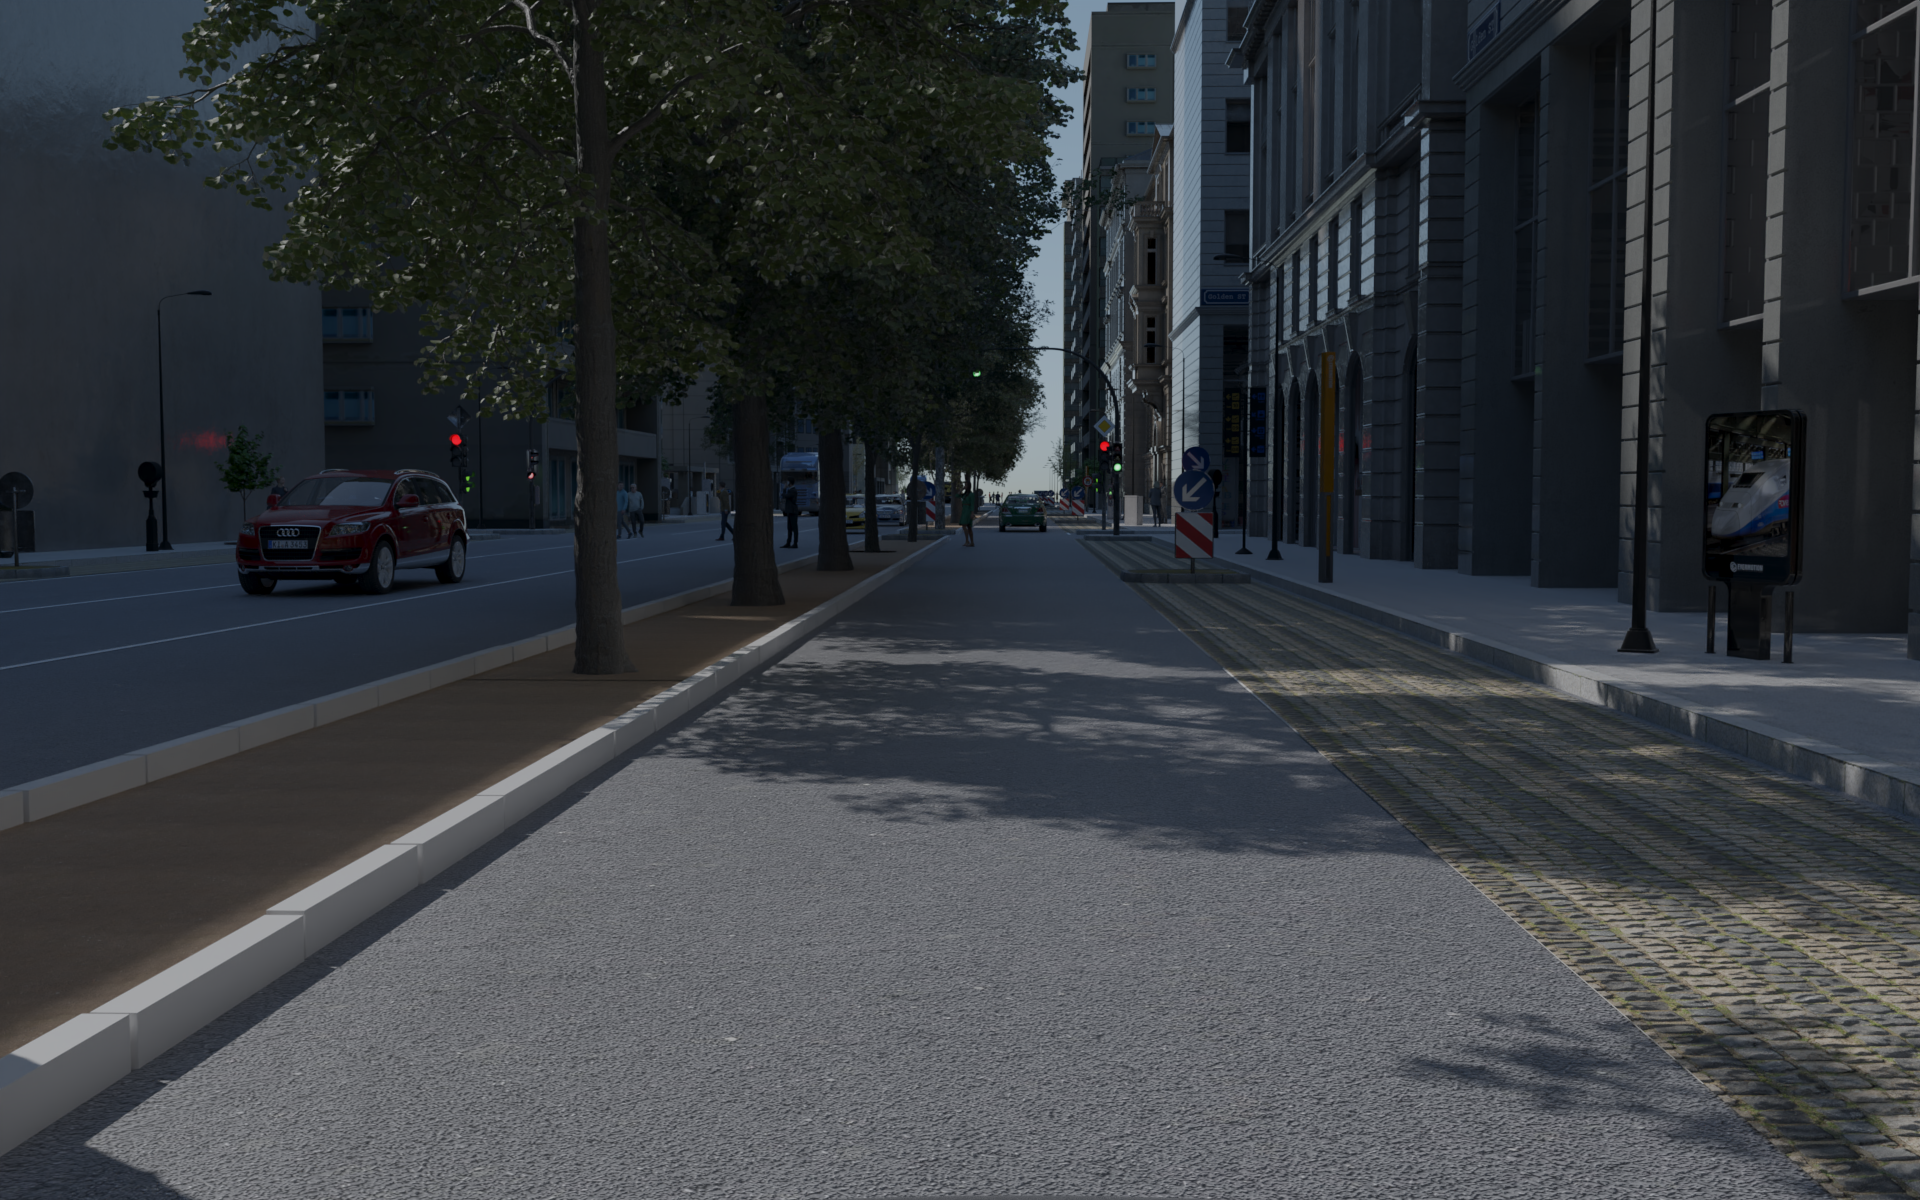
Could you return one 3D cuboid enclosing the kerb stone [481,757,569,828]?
[{"bbox_3d":[-1.984,0.875,7.884,0.120,0.150,1.000,0,4,2],"label":"kerb stone"}]

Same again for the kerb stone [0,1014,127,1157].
[{"bbox_3d":[-2.132,1.130,3.792,0.120,0.150,1.000,0,4,2],"label":"kerb stone"}]

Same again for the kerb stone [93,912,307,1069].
[{"bbox_3d":[-2.089,1.071,4.813,0.120,0.150,1.000,0,4,2],"label":"kerb stone"}]

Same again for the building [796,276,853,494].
[{"bbox_3d":[-23.871,-39.800,192.725,21.231,58.520,28.212,0,4,2],"label":"building"}]

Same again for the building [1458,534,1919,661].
[{"bbox_3d":[12.912,-14.357,12.229,11.434,29.767,29.804,0,4,2],"label":"building"}]

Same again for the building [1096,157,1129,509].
[{"bbox_3d":[18.866,-23.207,151.140,14.160,30.474,14.107,0,4,2],"label":"building"}]

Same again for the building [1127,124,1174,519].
[{"bbox_3d":[16.407,-16.792,93.638,14.460,24.649,34.723,0,4,2],"label":"building"}]

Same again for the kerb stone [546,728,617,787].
[{"bbox_3d":[-1.957,0.817,8.912,0.120,0.150,1.000,0,4,2],"label":"kerb stone"}]

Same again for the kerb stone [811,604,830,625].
[{"bbox_3d":[-1.582,0.184,19.190,0.120,0.150,1.000,0,4,2],"label":"kerb stone"}]

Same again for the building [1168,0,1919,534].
[{"bbox_3d":[23.434,-17.651,66.092,29.804,29.767,11.434,0,4,2],"label":"building"}]

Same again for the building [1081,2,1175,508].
[{"bbox_3d":[22.942,-33.323,168.536,21.300,48.544,21.600,0,4,2],"label":"building"}]

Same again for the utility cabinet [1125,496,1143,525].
[{"bbox_3d":[7.144,-3.671,71.175,0.306,1.237,1.020,-2,4,-24],"label":"utility cabinet"}]

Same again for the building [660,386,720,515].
[{"bbox_3d":[-32.507,-25.604,110.511,32.217,40.220,23.993,0,4,2],"label":"building"}]

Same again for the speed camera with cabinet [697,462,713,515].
[{"bbox_3d":[-15.653,-6.849,106.311,0.660,3.252,2.038,0,4,5],"label":"speed camera with cabinet"}]

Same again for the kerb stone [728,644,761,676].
[{"bbox_3d":[-1.771,0.499,14.055,0.120,0.150,1.000,0,4,2],"label":"kerb stone"}]

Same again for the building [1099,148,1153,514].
[{"bbox_3d":[16.671,-19.957,123.564,12.463,27.353,25.104,0,4,2],"label":"building"}]

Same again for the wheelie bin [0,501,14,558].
[{"bbox_3d":[-19.374,-1.639,34.705,0.693,1.594,0.980,-3,5,-40],"label":"wheelie bin"}]

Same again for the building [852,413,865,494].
[{"bbox_3d":[-22.946,-56.520,236.775,22.319,86.520,31.000,0,4,2],"label":"building"}]

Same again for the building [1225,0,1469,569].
[{"bbox_3d":[14.147,-12.132,40.151,13.314,21.916,24.055,0,4,2],"label":"building"}]

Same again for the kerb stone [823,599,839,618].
[{"bbox_3d":[-1.551,0.121,20.214,0.120,0.150,1.000,0,4,2],"label":"kerb stone"}]

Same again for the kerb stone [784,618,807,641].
[{"bbox_3d":[-1.663,0.310,17.132,0.120,0.150,1.000,0,4,2],"label":"kerb stone"}]

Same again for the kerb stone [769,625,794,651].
[{"bbox_3d":[-1.692,0.373,16.106,0.120,0.150,1.000,0,4,2],"label":"kerb stone"}]

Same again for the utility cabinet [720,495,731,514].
[{"bbox_3d":[-15.343,-6.246,113.291,0.306,1.237,1.020,1,4,20],"label":"utility cabinet"}]

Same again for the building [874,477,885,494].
[{"bbox_3d":[-22.081,-50.449,263.093,20.563,71.187,20.611,0,4,2],"label":"building"}]

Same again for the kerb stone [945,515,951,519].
[{"bbox_3d":[-0.657,-5.056,104.853,0.120,0.150,1.000,0,4,2],"label":"kerb stone"}]

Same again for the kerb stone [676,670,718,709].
[{"bbox_3d":[-1.838,0.625,11.980,0.120,0.150,1.000,0,4,2],"label":"kerb stone"}]

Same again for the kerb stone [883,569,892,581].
[{"bbox_3d":[-1.261,-0.377,28.403,0.120,0.150,1.000,0,4,2],"label":"kerb stone"}]

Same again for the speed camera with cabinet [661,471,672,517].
[{"bbox_3d":[-16.602,-6.302,97.365,0.660,3.252,2.038,0,4,-3],"label":"speed camera with cabinet"}]

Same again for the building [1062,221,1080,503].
[{"bbox_3d":[22.472,-35.291,260.602,14.154,41.232,14.086,0,4,2],"label":"building"}]

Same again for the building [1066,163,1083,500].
[{"bbox_3d":[26.661,-37.797,237.591,23.786,49.044,30.456,0,4,2],"label":"building"}]

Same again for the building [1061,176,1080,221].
[{"bbox_3d":[30.997,-42.292,280.715,28.713,52.752,27.495,0,4,2],"label":"building"}]

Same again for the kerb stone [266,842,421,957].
[{"bbox_3d":[-2.060,1.001,5.837,0.120,0.150,1.000,0,4,2],"label":"kerb stone"}]

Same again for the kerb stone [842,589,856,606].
[{"bbox_3d":[-1.475,0.000,22.258,0.120,0.150,1.000,0,4,2],"label":"kerb stone"}]

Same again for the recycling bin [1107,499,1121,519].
[{"bbox_3d":[7.821,-4.609,87.912,0.722,1.027,0.722,0,4,3],"label":"recycling bin"}]

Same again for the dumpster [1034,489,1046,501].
[{"bbox_3d":[12.164,-15.769,262.780,1.985,2.255,1.502,0,4,1],"label":"dumpster"}]

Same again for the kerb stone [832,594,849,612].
[{"bbox_3d":[-1.508,0.059,21.236,0.120,0.150,1.000,0,4,2],"label":"kerb stone"}]

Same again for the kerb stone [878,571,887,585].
[{"bbox_3d":[-1.297,-0.317,27.377,0.120,0.150,1.000,0,4,2],"label":"kerb stone"}]

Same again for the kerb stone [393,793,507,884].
[{"bbox_3d":[-2.015,0.938,6.862,0.120,0.150,1.000,0,4,2],"label":"kerb stone"}]

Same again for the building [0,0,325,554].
[{"bbox_3d":[-37.028,-14.653,44.100,34.151,26.468,19.350,0,4,2],"label":"building"}]

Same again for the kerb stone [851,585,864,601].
[{"bbox_3d":[-1.435,-0.066,23.282,0.120,0.150,1.000,0,4,2],"label":"kerb stone"}]

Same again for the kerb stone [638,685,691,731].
[{"bbox_3d":[-1.876,0.687,10.958,0.120,0.150,1.000,0,4,2],"label":"kerb stone"}]

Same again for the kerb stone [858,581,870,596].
[{"bbox_3d":[-1.402,-0.129,24.304,0.120,0.150,1.000,0,4,2],"label":"kerb stone"}]

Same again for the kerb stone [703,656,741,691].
[{"bbox_3d":[-1.804,0.562,13.014,0.120,0.150,1.000,0,4,2],"label":"kerb stone"}]

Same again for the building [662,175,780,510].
[{"bbox_3d":[-24.595,-44.602,167.495,20.563,71.187,20.611,0,4,2],"label":"building"}]

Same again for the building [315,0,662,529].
[{"bbox_3d":[-25.561,-27.475,72.923,21.300,48.544,21.600,0,4,2],"label":"building"}]

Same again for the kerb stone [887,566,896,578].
[{"bbox_3d":[-1.227,-0.438,29.425,0.120,0.150,1.000,0,4,2],"label":"kerb stone"}]

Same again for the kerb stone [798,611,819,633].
[{"bbox_3d":[-1.622,0.247,18.154,0.120,0.150,1.000,0,4,2],"label":"kerb stone"}]

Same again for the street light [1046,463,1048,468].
[{"bbox_3d":[12.801,-16.179,237.066,1.470,5.913,1.316,0,4,2],"label":"street light"}]

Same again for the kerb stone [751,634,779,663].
[{"bbox_3d":[-1.727,0.435,15.077,0.120,0.150,1.000,0,4,2],"label":"kerb stone"}]

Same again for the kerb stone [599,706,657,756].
[{"bbox_3d":[-1.919,0.757,9.935,0.120,0.150,1.000,0,4,2],"label":"kerb stone"}]

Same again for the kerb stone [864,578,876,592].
[{"bbox_3d":[-1.374,-0.191,25.326,0.120,0.150,1.000,0,4,2],"label":"kerb stone"}]

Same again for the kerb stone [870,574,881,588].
[{"bbox_3d":[-1.337,-0.254,26.355,0.120,0.150,1.000,0,4,2],"label":"kerb stone"}]

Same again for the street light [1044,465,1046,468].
[{"bbox_3d":[13.518,-17.398,256.997,1.470,5.913,1.316,0,4,2],"label":"street light"}]

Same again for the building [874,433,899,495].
[{"bbox_3d":[-17.535,-36.549,281.174,14.154,41.232,14.086,0,4,2],"label":"building"}]
